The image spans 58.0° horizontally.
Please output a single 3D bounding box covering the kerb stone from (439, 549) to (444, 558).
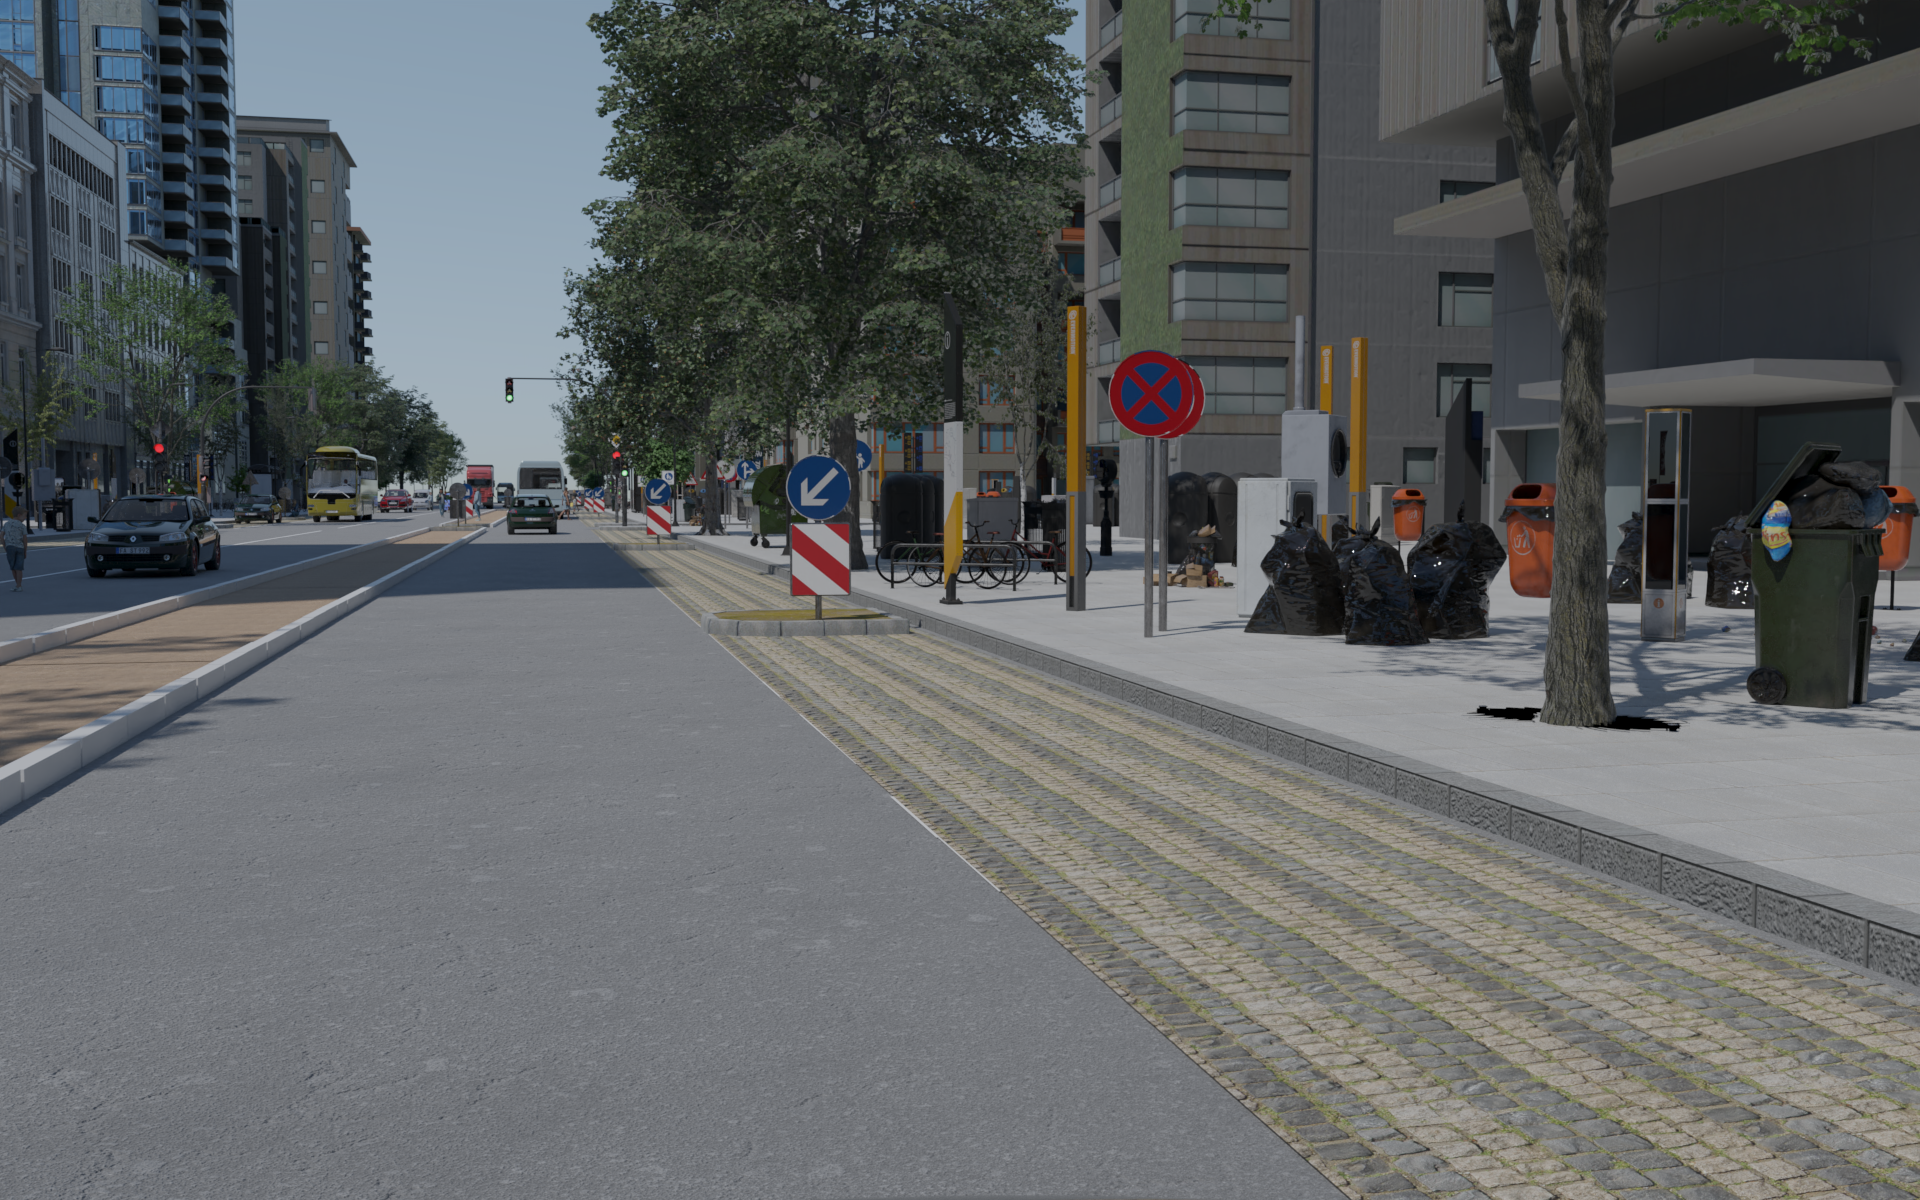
[{"bbox_3d":[-11.623,-0.996,38.477,0.120,0.150,1.000,-1,4,-13],"label":"kerb stone"}]

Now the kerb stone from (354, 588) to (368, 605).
[{"bbox_3d":[-7.847,-0.020,22.517,0.120,0.150,1.000,-1,4,-13],"label":"kerb stone"}]

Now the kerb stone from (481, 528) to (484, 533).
[{"bbox_3d":[-17.042,-2.398,61.406,0.120,0.150,1.000,-1,4,-13],"label":"kerb stone"}]

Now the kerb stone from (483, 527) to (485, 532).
[{"bbox_3d":[-17.282,-2.454,62.402,0.120,0.150,1.000,-1,4,-13],"label":"kerb stone"}]

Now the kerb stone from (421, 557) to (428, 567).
[{"bbox_3d":[-10.444,-0.691,33.493,0.120,0.150,1.000,-1,4,-13],"label":"kerb stone"}]

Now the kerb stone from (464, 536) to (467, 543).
[{"bbox_3d":[-14.219,-1.666,49.439,0.120,0.150,1.000,-1,4,-13],"label":"kerb stone"}]

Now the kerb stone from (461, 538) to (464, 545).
[{"bbox_3d":[-13.753,-1.543,47.448,0.120,0.150,1.000,-1,4,-13],"label":"kerb stone"}]

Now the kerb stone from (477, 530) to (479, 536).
[{"bbox_3d":[-16.102,-2.154,57.415,0.120,0.150,1.000,-1,4,-13],"label":"kerb stone"}]

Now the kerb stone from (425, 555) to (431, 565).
[{"bbox_3d":[-10.679,-0.746,34.489,0.120,0.150,1.000,-1,4,-13],"label":"kerb stone"}]

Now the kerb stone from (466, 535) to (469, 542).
[{"bbox_3d":[-14.456,-1.728,50.441,0.120,0.150,1.000,-1,4,-13],"label":"kerb stone"}]

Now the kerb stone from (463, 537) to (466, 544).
[{"bbox_3d":[-13.981,-1.603,48.444,0.120,0.150,1.000,-1,4,-13],"label":"kerb stone"}]

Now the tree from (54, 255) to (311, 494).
[{"bbox_3d":[-35.335,-9.225,76.581,9.928,11.665,9.643,0,3,0],"label":"tree"}]

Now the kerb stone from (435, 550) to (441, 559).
[{"bbox_3d":[-11.387,-0.935,37.483,0.120,0.150,1.000,-1,4,-13],"label":"kerb stone"}]

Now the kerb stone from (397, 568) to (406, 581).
[{"bbox_3d":[-9.262,-0.386,28.501,0.120,0.150,1.000,-1,4,-13],"label":"kerb stone"}]

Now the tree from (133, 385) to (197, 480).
[{"bbox_3d":[-52.896,-10.094,115.405,4.737,8.622,4.395,0,3,0],"label":"tree"}]

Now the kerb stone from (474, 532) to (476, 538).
[{"bbox_3d":[-15.646,-2.032,55.419,0.120,0.150,1.000,-1,4,-13],"label":"kerb stone"}]

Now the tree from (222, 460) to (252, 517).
[{"bbox_3d":[-40.433,-6.301,97.617,1.663,3.219,1.824,0,3,0],"label":"tree"}]

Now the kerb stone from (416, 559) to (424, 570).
[{"bbox_3d":[-10.211,-0.630,32.496,0.120,0.150,1.000,-1,4,-13],"label":"kerb stone"}]

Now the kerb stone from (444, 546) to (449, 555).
[{"bbox_3d":[-12.095,-1.112,40.481,0.120,0.150,1.000,-1,4,-13],"label":"kerb stone"}]

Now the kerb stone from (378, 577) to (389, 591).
[{"bbox_3d":[-8.555,-0.200,25.507,0.120,0.150,1.000,-1,4,-13],"label":"kerb stone"}]

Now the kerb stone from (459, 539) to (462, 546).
[{"bbox_3d":[-13.513,-1.484,46.454,0.120,0.150,1.000,-1,4,-13],"label":"kerb stone"}]

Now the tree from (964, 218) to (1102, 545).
[{"bbox_3d":[1.578,-5.654,42.810,4.360,8.622,3.978,0,3,0],"label":"tree"}]

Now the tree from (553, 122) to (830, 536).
[{"bbox_3d":[-7.787,-8.342,53.399,9.611,12.733,9.660,0,3,0],"label":"tree"}]

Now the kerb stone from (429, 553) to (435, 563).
[{"bbox_3d":[-10.914,-0.809,35.493,0.120,0.150,1.000,-1,4,-13],"label":"kerb stone"}]

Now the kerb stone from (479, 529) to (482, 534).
[{"bbox_3d":[-16.579,-2.276,59.407,0.120,0.150,1.000,-1,4,-13],"label":"kerb stone"}]

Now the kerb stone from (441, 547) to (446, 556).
[{"bbox_3d":[-11.858,-1.053,39.481,0.120,0.150,1.000,-1,4,-13],"label":"kerb stone"}]

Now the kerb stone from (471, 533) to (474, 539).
[{"bbox_3d":[-15.171,-1.910,53.431,0.120,0.150,1.000,-1,4,-13],"label":"kerb stone"}]

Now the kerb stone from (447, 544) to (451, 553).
[{"bbox_3d":[-12.334,-1.179,41.476,0.120,0.150,1.000,-1,4,-13],"label":"kerb stone"}]

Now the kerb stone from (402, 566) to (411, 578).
[{"bbox_3d":[-9.499,-0.443,29.496,0.120,0.150,1.000,-1,4,-13],"label":"kerb stone"}]

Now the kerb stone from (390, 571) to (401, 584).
[{"bbox_3d":[-9.025,-0.324,27.497,0.120,0.150,1.000,-1,4,-13],"label":"kerb stone"}]

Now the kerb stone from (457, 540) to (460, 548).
[{"bbox_3d":[-13.279,-1.423,45.456,0.120,0.150,1.000,-1,4,-13],"label":"kerb stone"}]

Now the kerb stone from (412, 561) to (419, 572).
[{"bbox_3d":[-9.981,-0.567,31.488,0.120,0.150,1.000,-1,4,-13],"label":"kerb stone"}]

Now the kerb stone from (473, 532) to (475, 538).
[{"bbox_3d":[-15.397,-1.971,54.428,0.120,0.150,1.000,-1,4,-13],"label":"kerb stone"}]

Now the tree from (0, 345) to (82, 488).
[{"bbox_3d":[-45.056,-8.216,84.687,4.737,8.622,4.395,0,3,0],"label":"tree"}]

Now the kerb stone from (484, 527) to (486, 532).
[{"bbox_3d":[-17.518,-2.520,63.398,0.120,0.150,1.000,-1,4,-13],"label":"kerb stone"}]

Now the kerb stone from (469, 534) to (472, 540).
[{"bbox_3d":[-14.927,-1.847,52.438,0.120,0.150,1.000,-1,4,-13],"label":"kerb stone"}]

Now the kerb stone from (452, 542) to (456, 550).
[{"bbox_3d":[-12.803,-1.301,43.467,0.120,0.150,1.000,-1,4,-13],"label":"kerb stone"}]

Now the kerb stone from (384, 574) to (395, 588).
[{"bbox_3d":[-8.791,-0.263,26.502,0.120,0.150,1.000,-1,4,-13],"label":"kerb stone"}]

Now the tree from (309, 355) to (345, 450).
[{"bbox_3d":[-48.501,-12.447,129.260,9.928,11.665,9.643,0,3,0],"label":"tree"}]

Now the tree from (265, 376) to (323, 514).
[{"bbox_3d":[-42.385,-9.681,108.653,4.360,8.622,3.978,0,3,0],"label":"tree"}]

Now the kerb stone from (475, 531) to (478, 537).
[{"bbox_3d":[-15.866,-2.093,56.420,0.120,0.150,1.000,-1,4,-13],"label":"kerb stone"}]

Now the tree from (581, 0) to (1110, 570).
[{"bbox_3d":[-1.918,-7.488,29.082,9.857,13.997,8.962,0,3,0],"label":"tree"}]

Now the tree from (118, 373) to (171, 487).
[{"bbox_3d":[-49.091,-9.519,105.997,4.360,8.622,3.978,0,3,0],"label":"tree"}]

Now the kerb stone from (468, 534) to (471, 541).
[{"bbox_3d":[-14.689,-1.789,51.442,0.120,0.150,1.000,-1,4,-13],"label":"kerb stone"}]

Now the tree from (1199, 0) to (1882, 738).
[{"bbox_3d":[3.291,-5.115,9.392,9.928,11.665,9.643,0,3,0],"label":"tree"}]

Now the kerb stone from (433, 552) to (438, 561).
[{"bbox_3d":[-11.151,-0.874,36.487,0.120,0.150,1.000,-1,4,-13],"label":"kerb stone"}]

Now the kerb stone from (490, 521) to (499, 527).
[{"bbox_3d":[-20.953,-3.402,77.917,0.120,0.150,1.000,-1,4,-13],"label":"kerb stone"}]

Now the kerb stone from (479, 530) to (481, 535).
[{"bbox_3d":[-16.336,-2.215,58.412,0.120,0.150,1.000,-1,4,-13],"label":"kerb stone"}]

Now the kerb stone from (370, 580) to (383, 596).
[{"bbox_3d":[-8.315,-0.142,24.512,0.120,0.150,1.000,-1,4,-13],"label":"kerb stone"}]

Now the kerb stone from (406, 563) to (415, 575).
[{"bbox_3d":[-9.739,-0.508,30.493,0.120,0.150,1.000,-1,4,-13],"label":"kerb stone"}]

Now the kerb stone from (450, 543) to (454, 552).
[{"bbox_3d":[-12.573,-1.240,42.470,0.120,0.150,1.000,-1,4,-13],"label":"kerb stone"}]

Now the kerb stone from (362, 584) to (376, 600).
[{"bbox_3d":[-8.082,-0.081,23.514,0.120,0.150,1.000,-1,4,-13],"label":"kerb stone"}]

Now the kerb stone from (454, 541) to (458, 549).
[{"bbox_3d":[-13.047,-1.362,44.459,0.120,0.150,1.000,-1,4,-13],"label":"kerb stone"}]

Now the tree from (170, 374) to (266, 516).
[{"bbox_3d":[-43.660,-9.269,101.906,4.360,8.622,3.978,0,3,0],"label":"tree"}]
